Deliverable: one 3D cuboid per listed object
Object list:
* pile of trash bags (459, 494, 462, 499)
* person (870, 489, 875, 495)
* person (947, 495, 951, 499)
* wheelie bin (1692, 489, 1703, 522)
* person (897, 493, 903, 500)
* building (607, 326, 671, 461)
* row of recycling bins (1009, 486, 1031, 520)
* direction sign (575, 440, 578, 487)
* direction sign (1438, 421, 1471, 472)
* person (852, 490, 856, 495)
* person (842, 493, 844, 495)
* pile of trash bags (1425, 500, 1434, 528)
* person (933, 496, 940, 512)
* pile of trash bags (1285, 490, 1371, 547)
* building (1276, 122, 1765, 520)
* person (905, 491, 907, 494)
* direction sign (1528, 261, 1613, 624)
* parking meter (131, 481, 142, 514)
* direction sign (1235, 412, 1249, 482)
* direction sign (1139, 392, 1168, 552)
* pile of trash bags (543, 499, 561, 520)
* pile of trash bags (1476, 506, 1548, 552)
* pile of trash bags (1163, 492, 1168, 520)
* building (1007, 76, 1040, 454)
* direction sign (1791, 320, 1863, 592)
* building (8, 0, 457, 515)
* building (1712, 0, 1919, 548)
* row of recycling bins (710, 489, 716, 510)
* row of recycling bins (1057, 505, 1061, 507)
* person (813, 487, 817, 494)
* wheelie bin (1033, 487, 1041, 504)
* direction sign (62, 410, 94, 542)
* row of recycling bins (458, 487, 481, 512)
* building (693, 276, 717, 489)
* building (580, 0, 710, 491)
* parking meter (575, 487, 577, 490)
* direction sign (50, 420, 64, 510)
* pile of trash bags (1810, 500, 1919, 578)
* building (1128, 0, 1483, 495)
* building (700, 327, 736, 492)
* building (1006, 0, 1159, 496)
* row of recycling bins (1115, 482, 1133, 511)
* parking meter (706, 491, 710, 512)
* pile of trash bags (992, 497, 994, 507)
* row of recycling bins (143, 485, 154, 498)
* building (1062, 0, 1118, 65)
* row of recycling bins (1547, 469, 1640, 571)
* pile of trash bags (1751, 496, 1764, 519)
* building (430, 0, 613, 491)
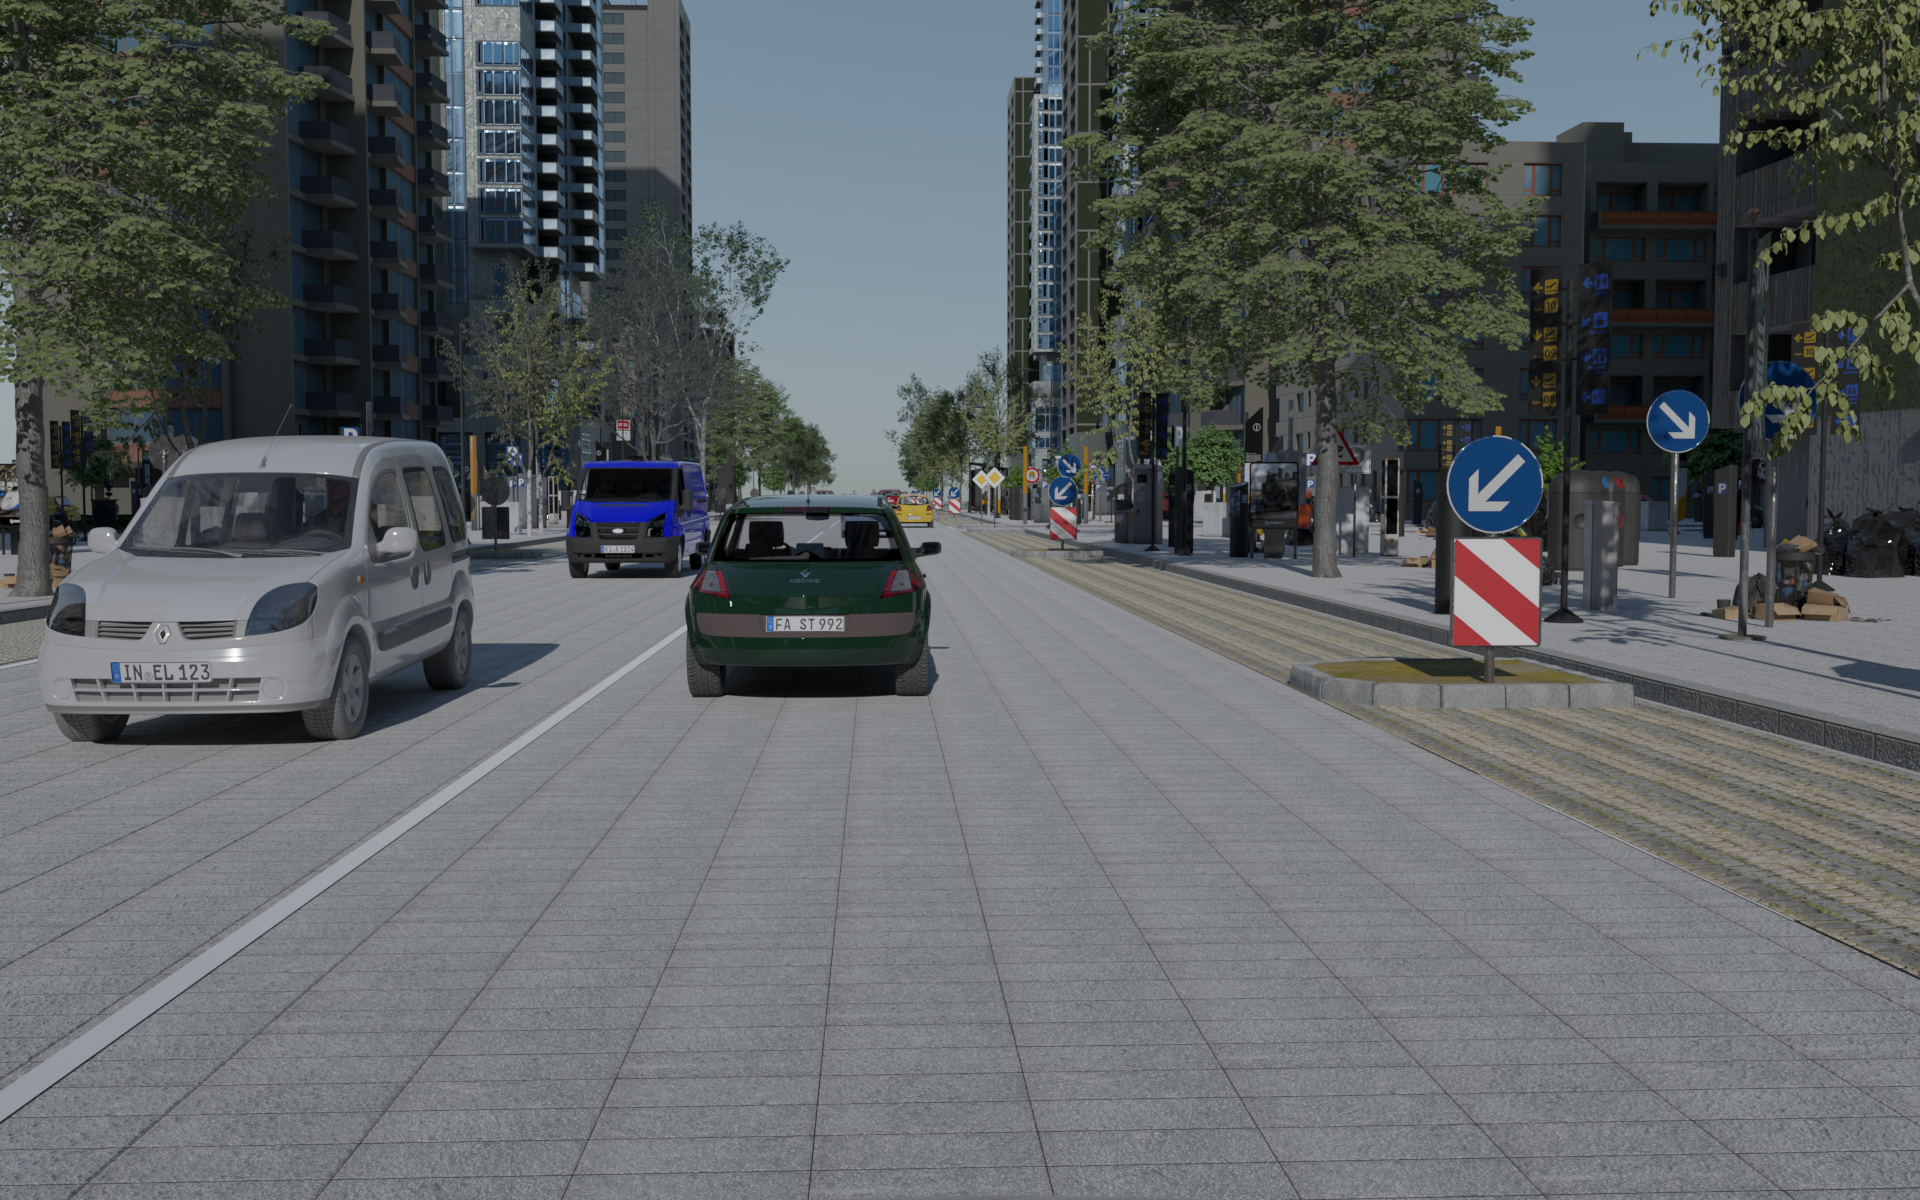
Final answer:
[{"bbox_3d":[-26.433,-4.679,86.254,3.447,1.369,1.912,1,4,12],"label":"pile of trash bags"},{"bbox_3d":[-6.508,-7.521,131.651,0.590,1.801,0.661,-3,5,-39],"label":"person"},{"bbox_3d":[-1.351,-13.522,229.460,0.709,1.838,0.599,-1,4,-18],"label":"person"},{"bbox_3d":[34.068,-4.386,79.627,0.693,1.594,0.980,3,4,36],"label":"wheelie bin"},{"bbox_3d":[-3.622,-5.751,105.127,0.503,1.515,0.523,-2,4,-29],"label":"person"},{"bbox_3d":[-47.627,-21.181,191.356,27.650,21.520,28.899,0,4,-3],"label":"building"},{"bbox_3d":[2.963,-4.828,86.056,1.069,1.692,3.534,0,4,-4],"label":"row of recycling bins"},{"bbox_3d":[-16.120,-4.951,72.944,0.379,3.537,0.876,-1,4,-18],"label":"direction sign"},{"bbox_3d":[15.385,-3.778,53.761,0.876,3.537,0.379,1,4,22],"label":"direction sign"},{"bbox_3d":[-11.186,-10.730,183.810,0.709,1.838,0.599,-3,5,-40],"label":"person"},{"bbox_3d":[-19.549,-17.189,290.344,0.445,1.727,0.742,3,5,41],"label":"person"},{"bbox_3d":[18.352,-3.160,61.416,3.447,1.369,1.912,0,4,-3],"label":"pile of trash bags"},{"bbox_3d":[-1.877,-7.808,137.006,0.563,1.720,0.643,-1,4,-14],"label":"person"},{"bbox_3d":[8.918,-2.044,43.174,1.912,1.369,3.447,2,4,24],"label":"pile of trash bags"},{"bbox_3d":[35.691,-15.563,99.497,28.899,21.520,27.650,0,4,-3],"label":"building"},{"bbox_3d":[-5.690,-10.505,180.976,1.217,1.735,0.721,2,4,24],"label":"person"},{"bbox_3d":[6.045,-1.544,17.236,0.379,3.537,0.876,-3,5,-39],"label":"direction sign"},{"bbox_3d":[-36.365,-4.329,76.483,0.399,1.863,0.255,1,4,17],"label":"parking meter"},{"bbox_3d":[7.949,-3.432,48.107,0.379,3.537,0.876,1,4,14],"label":"direction sign"},{"bbox_3d":[4.315,-2.857,38.713,0.876,3.537,0.379,-3,4,-39],"label":"direction sign"},{"bbox_3d":[-19.588,-4.696,86.530,1.912,1.369,3.447,1,4,15],"label":"pile of trash bags"},{"bbox_3d":[13.219,-1.771,38.716,3.447,1.369,1.912,-1,4,-9],"label":"pile of trash bags"},{"bbox_3d":[9.902,-4.692,86.459,1.912,1.369,3.447,-1,4,-10],"label":"pile of trash bags"},{"bbox_3d":[16.799,-52.497,296.574,20.563,71.187,20.611,0,4,-3],"label":"building"},{"bbox_3d":[11.377,-1.886,22.828,0.379,3.537,0.876,-3,5,-44],"label":"direction sign"},{"bbox_3d":[-43.976,-27.575,105.471,22.147,44.769,28.867,0,4,-3],"label":"building"},{"bbox_3d":[24.695,-16.280,37.877,14.160,30.474,14.107,0,4,-3],"label":"building"},{"bbox_3d":[-20.232,-8.110,139.712,3.534,1.692,1.069,-1,4,-22],"label":"row of recycling bins"},{"bbox_3d":[6.246,-6.194,108.392,3.534,1.692,1.069,0,4,7],"label":"row of recycling bins"},{"bbox_3d":[-8.902,-6.021,106.808,0.748,1.841,0.638,1,4,22],"label":"person"},{"bbox_3d":[3.800,-4.393,79.727,0.980,1.594,0.693,-1,4,-22],"label":"wheelie bin"},{"bbox_3d":[-23.734,-3.357,46.889,0.379,3.537,0.876,1,4,9],"label":"direction sign"},{"bbox_3d":[-29.551,-5.958,104.523,3.534,1.692,1.069,-2,4,-28],"label":"row of recycling bins"},{"bbox_3d":[-54.503,-35.815,277.459,32.217,40.220,23.993,0,4,-3],"label":"building"},{"bbox_3d":[-47.685,-49.867,253.584,20.563,71.187,20.611,0,4,-3],"label":"building"},{"bbox_3d":[-31.331,-8.307,141.526,0.255,1.863,0.399,-2,4,-23],"label":"parking meter"},{"bbox_3d":[-27.882,-3.777,53.751,0.379,3.537,0.876,1,4,10],"label":"direction sign"},{"bbox_3d":[15.269,-1.060,27.077,3.447,1.369,1.912,0,4,7],"label":"pile of trash bags"},{"bbox_3d":[25.435,-29.044,129.487,22.147,44.769,28.867,0,4,-3],"label":"building"},{"bbox_3d":[-46.183,-32.183,297.888,14.160,30.474,14.107,0,4,-3],"label":"building"},{"bbox_3d":[19.553,-58.551,269.973,22.319,86.520,31.000,0,4,-3],"label":"building"},{"bbox_3d":[5.971,-3.278,60.715,1.069,1.692,3.534,0,4,8],"label":"row of recycling bins"},{"bbox_3d":[-17.632,-6.884,120.961,0.372,1.533,0.369,0,3,0],"label":"parking meter"},{"bbox_3d":[2.779,-7.863,138.309,3.447,1.369,1.912,0,4,-6],"label":"pile of trash bags"},{"bbox_3d":[-36.949,-4.595,82.238,3.534,1.692,1.069,0,4,-5],"label":"row of recycling bins"},{"bbox_3d":[20.729,-46.529,198.998,20.563,71.187,20.611,0,4,-3],"label":"building"},{"bbox_3d":[11.054,-1.415,30.248,1.069,1.692,3.534,2,4,34],"label":"row of recycling bins"},{"bbox_3d":[38.005,-4.472,82.877,3.447,1.369,1.912,1,4,21],"label":"pile of trash bags"},{"bbox_3d":[-44.012,-51.777,159.226,22.319,86.520,31.000,0,4,-3],"label":"building"}]
